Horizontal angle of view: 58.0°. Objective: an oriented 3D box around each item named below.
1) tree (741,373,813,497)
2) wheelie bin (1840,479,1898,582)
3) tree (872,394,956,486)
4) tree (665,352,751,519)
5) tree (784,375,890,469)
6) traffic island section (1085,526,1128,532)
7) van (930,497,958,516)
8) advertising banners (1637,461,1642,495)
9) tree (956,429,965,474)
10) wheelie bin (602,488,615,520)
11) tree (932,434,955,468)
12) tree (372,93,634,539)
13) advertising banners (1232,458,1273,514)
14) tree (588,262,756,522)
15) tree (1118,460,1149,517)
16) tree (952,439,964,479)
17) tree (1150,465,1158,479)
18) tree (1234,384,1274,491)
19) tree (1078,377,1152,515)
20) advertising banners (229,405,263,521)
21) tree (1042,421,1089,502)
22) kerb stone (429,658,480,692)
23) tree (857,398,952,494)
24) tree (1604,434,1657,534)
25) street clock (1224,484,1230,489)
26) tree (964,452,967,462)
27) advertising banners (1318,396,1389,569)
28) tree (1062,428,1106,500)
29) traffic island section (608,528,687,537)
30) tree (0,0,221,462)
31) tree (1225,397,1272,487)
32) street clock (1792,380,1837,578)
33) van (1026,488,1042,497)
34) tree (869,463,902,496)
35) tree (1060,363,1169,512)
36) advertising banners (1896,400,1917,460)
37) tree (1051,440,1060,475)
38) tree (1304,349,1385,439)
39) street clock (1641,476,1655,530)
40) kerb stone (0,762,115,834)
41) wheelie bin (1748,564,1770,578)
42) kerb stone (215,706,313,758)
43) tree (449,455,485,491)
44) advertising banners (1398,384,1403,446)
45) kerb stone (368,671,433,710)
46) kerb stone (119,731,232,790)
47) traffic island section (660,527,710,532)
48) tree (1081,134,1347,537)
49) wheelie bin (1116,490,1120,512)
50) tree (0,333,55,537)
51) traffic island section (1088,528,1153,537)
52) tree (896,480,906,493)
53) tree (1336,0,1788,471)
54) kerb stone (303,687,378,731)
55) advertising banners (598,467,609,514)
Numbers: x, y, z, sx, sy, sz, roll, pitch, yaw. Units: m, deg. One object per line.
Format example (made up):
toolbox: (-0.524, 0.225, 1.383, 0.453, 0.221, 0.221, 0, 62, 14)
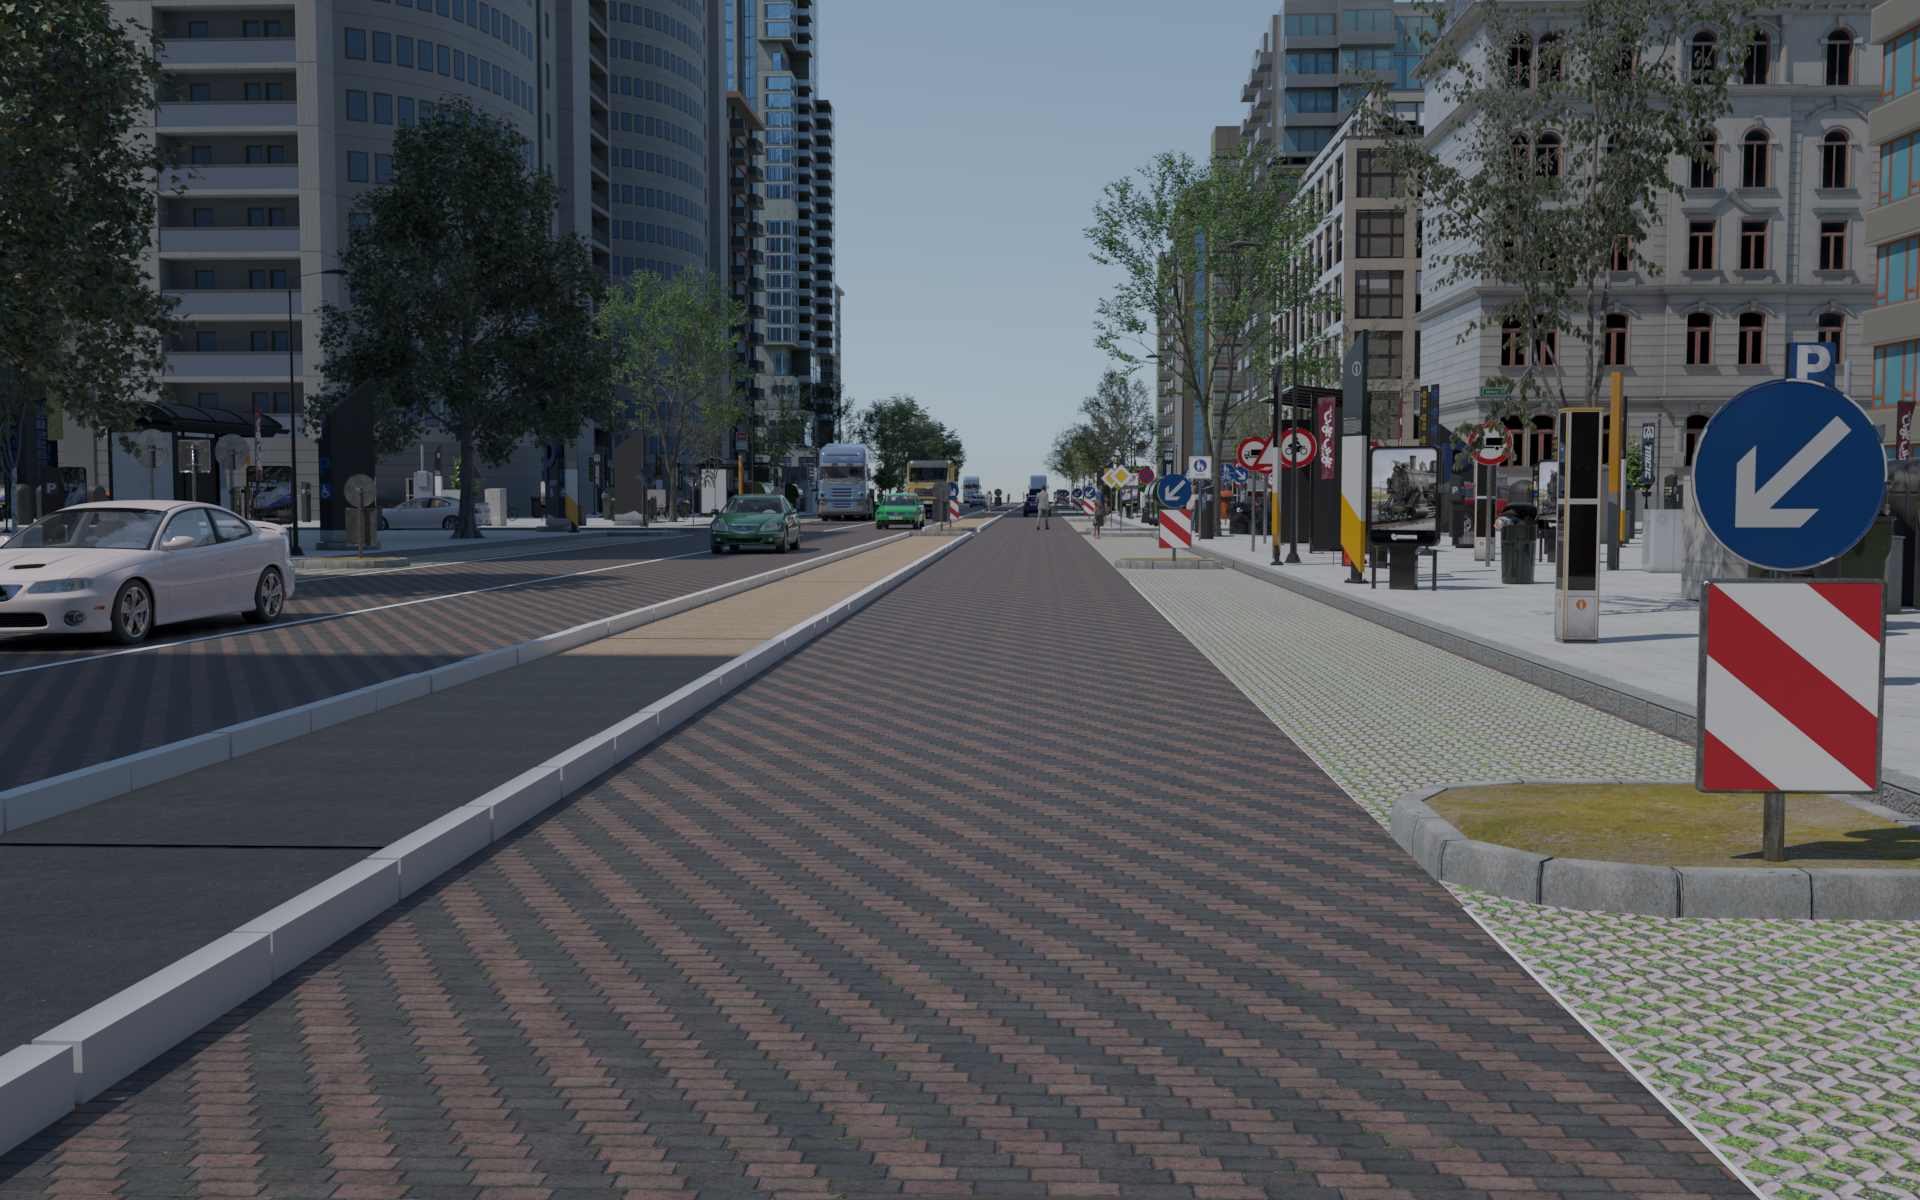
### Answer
tree: (-10.909, -9.446, 104.798, 4.737, 8.622, 4.395, 0, 3, 0)
wheelie bin: (8.486, -0.526, 16.502, 0.693, 1.594, 0.980, 1, 4, 12)
tree: (-6.412, -18.974, 216.872, 9.857, 13.997, 8.962, 0, 3, 0)
tree: (-12.887, -8.481, 89.019, 4.360, 8.622, 3.978, 0, 3, 0)
tree: (-9.616, -12.259, 134.852, 8.767, 10.594, 7.601, 0, 4, -6)
traffic island section: (5.834, -2.712, 66.616, 2.009, 0.180, 2.903, 0, 4, 3)
van: (-1.101, -6.596, 114.850, 2.013, 2.044, 4.112, 0, 4, 2)
advertising banners: (30.180, -5.009, 78.091, 2.074, 3.025, 0.090, -2, 4, -26)
tree: (-3.419, -23.467, 290.339, 9.857, 13.997, 8.962, 0, 3, 0)
wheelie bin: (-17.279, -4.749, 85.554, 0.693, 1.594, 0.980, 2, 4, 35)
tree: (-3.885, -20.485, 269.346, 7.601, 10.594, 8.767, -1, 4, -11)
tree: (-14.177, -8.128, 49.896, 9.611, 12.733, 9.660, 0, 3, 0)
advertising banners: (14.288, -5.399, 84.460, 2.074, 3.025, 0.090, 2, 4, 24)
tree: (-13.125, -9.348, 78.596, 9.928, 11.665, 9.643, 0, 3, 0)
tree: (9.345, -6.165, 95.404, 1.663, 3.219, 1.824, 0, 3, 0)
tree: (-5.678, -19.119, 238.352, 9.928, 11.665, 9.643, 0, 3, 0)
tree: (10.541, -6.414, 99.471, 1.663, 3.219, 1.824, 0, 3, 0)
tree: (19.804, -9.860, 111.577, 4.360, 8.622, 3.978, 0, 3, 0)
tree: (9.940, -9.562, 106.694, 4.360, 8.622, 3.978, 0, 3, 0)
advertising banners: (-13.769, -2.282, 33.493, 0.090, 3.025, 2.074, 0, 4, -5)
tree: (18.854, -23.223, 290.072, 12.009, 13.543, 11.850, 0, 3, 0)
kerb stone: (-3.815, 0.577, 12.906, 0.120, 0.150, 1.000, 0, 4, 3)
tree: (-7.739, -16.031, 187.867, 9.928, 11.665, 9.643, 0, 3, 0)
tree: (21.742, -3.748, 55.887, 1.663, 3.219, 1.824, 0, 3, 0)
street clock: (18.335, -6.984, 118.761, 0.471, 2.002, 0.358, 2, 4, 32)
tree: (-2.345, -23.036, 302.397, 9.928, 11.665, 9.643, 0, 3, 0)
advertising banners: (6.905, -2.094, 30.433, 0.090, 3.025, 2.074, -2, 4, -25)
tree: (13.799, -14.476, 187.037, 4.737, 8.622, 4.395, 0, 3, 0)
traffic island section: (-10.755, -2.269, 59.382, 2.009, 0.180, 2.903, 0, 4, 3)
tree: (-15.112, -6.559, 24.250, 9.611, 12.733, 9.660, 0, 3, 0)
tree: (21.887, -11.043, 130.919, 4.737, 8.622, 4.395, 0, 3, 0)
street clock: (5.440, -0.405, 11.188, 0.471, 2.002, 0.358, 0, 4, 6)
van: (8.286, -11.176, 187.109, 2.240, 2.365, 5.245, 0, 4, 2)
tree: (-7.765, -11.981, 179.606, 4.285, 4.588, 4.351, 0, 3, 0)
tree: (11.397, -11.579, 123.733, 7.601, 10.594, 8.767, 0, 4, 7)
advertising banners: (17.022, -2.199, 32.138, 2.074, 3.025, 0.090, -2, 4, -26)
tree: (16.700, -18.108, 230.470, 7.601, 10.594, 8.767, 1, 4, 20)
tree: (19.099, -8.365, 87.128, 4.737, 8.622, 4.395, 0, 3, 0)
street clock: (22.674, -3.220, 57.210, 0.471, 2.002, 0.358, 0, 4, -7)
kerb stone: (-4.052, 0.881, 7.793, 0.120, 0.150, 1.000, 0, 4, 3)
wheelie bin: (11.211, -1.004, 24.321, 0.693, 1.594, 0.980, 2, 4, 29)
kerb stone: (-3.960, 0.756, 9.838, 0.120, 0.150, 1.000, 0, 4, 3)
tree: (-22.606, -5.126, 78.416, 1.663, 3.219, 1.824, 0, 3, 0)
advertising banners: (6.925, -1.890, 27.083, 0.090, 3.025, 2.074, 1, 4, 12)
kerb stone: (-3.870, 0.631, 11.883, 0.120, 0.150, 1.000, 0, 4, 3)
kerb stone: (-4.012, 0.822, 8.815, 0.120, 0.150, 1.000, 0, 4, 3)
traffic island section: (-10.390, -2.757, 67.359, 2.009, 0.180, 2.903, 0, 4, 3)
tree: (7.577, -7.697, 51.598, 9.928, 11.665, 9.643, 0, 3, 0)
wheelie bin: (11.766, -7.191, 125.487, 0.980, 1.594, 0.693, 1, 4, 13)
tree: (-26.641, -5.991, 48.323, 4.360, 8.622, 3.978, 0, 3, 0)
traffic island section: (5.470, -2.224, 58.639, 2.009, 0.180, 2.903, 0, 4, 3)
tree: (-6.881, -12.901, 205.530, 1.663, 3.219, 1.824, 0, 3, 0)
tree: (6.412, -4.149, 18.201, 4.360, 8.622, 3.978, 0, 3, 0)
kerb stone: (-3.914, 0.694, 10.859, 0.120, 0.150, 1.000, 0, 4, 3)
advertising banners: (-23.286, -7.158, 113.217, 0.090, 3.025, 2.074, -2, 4, -29)
